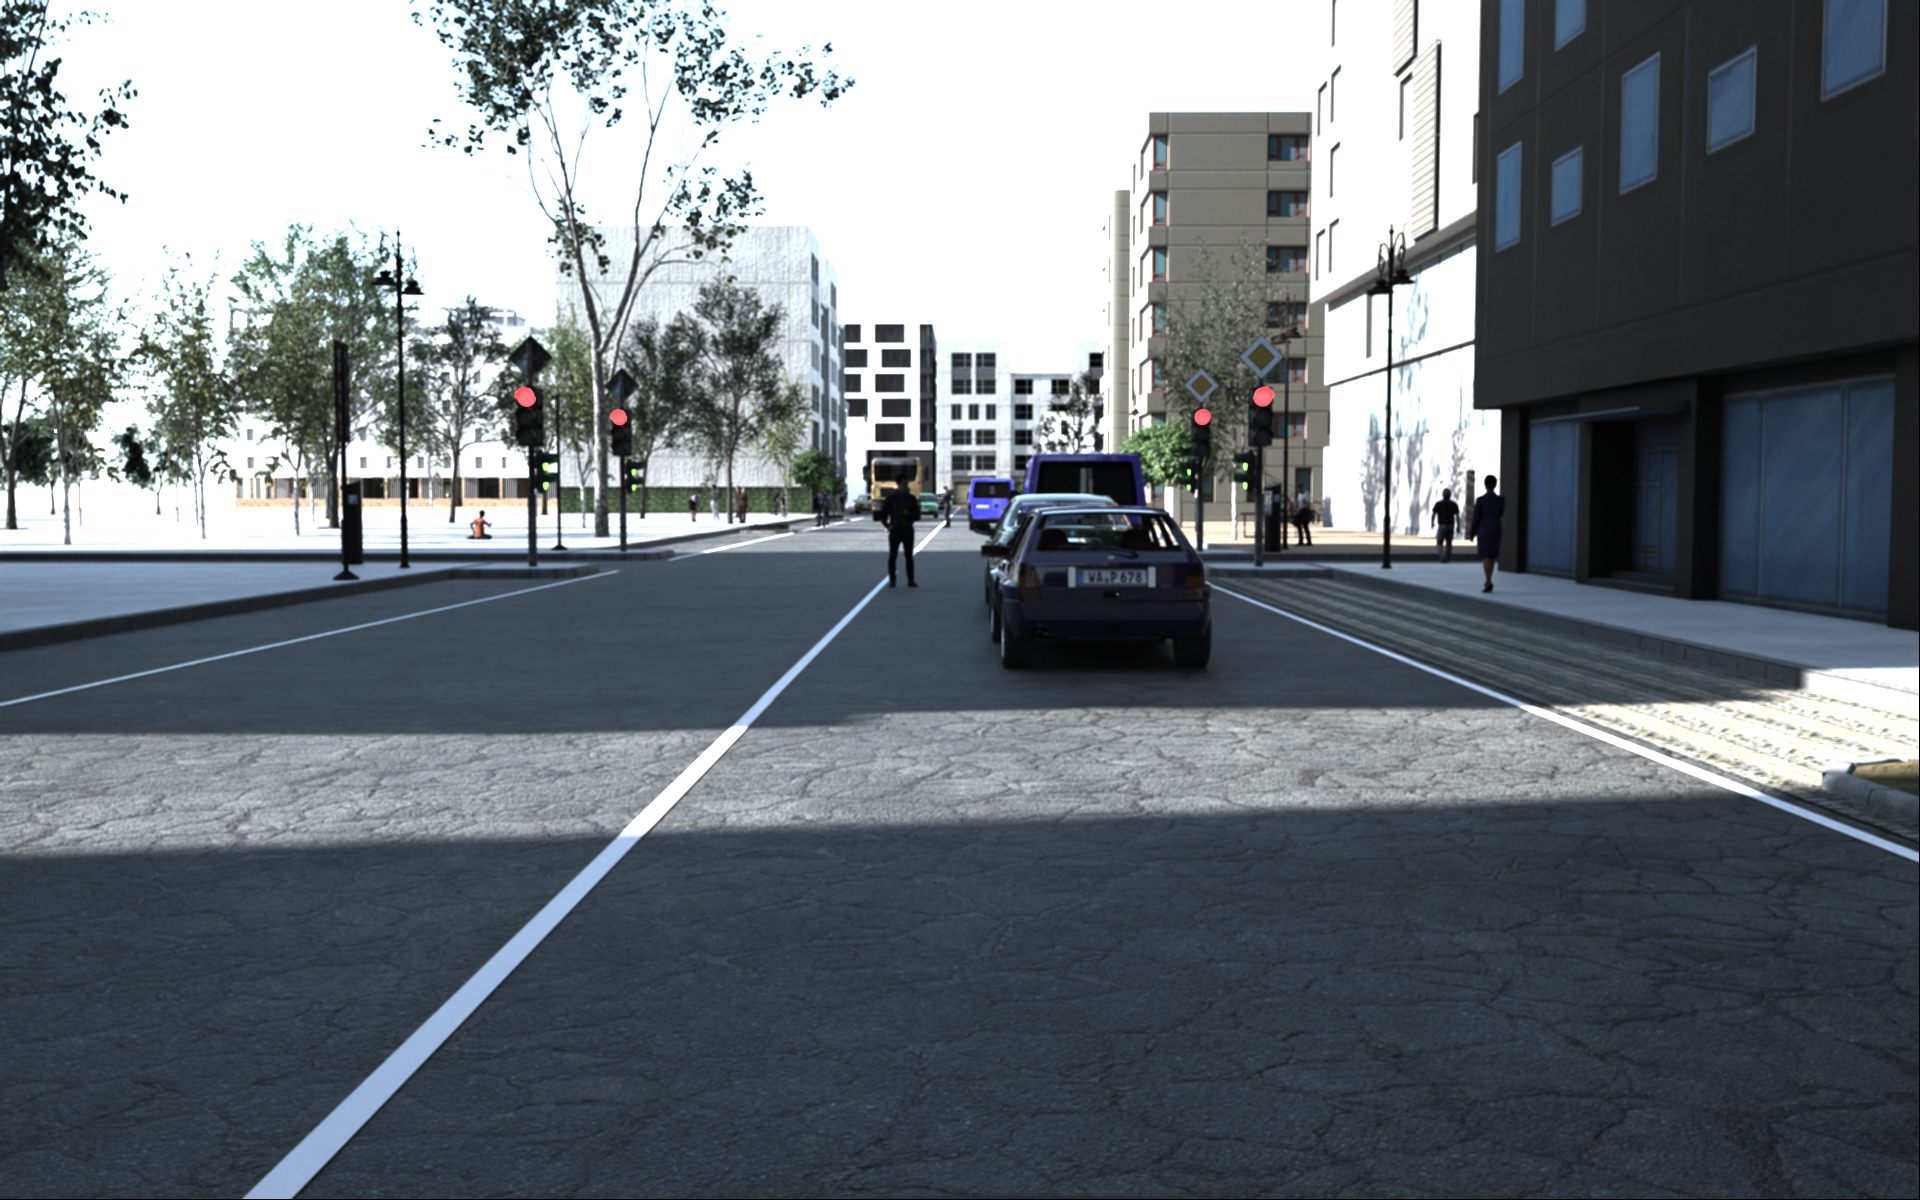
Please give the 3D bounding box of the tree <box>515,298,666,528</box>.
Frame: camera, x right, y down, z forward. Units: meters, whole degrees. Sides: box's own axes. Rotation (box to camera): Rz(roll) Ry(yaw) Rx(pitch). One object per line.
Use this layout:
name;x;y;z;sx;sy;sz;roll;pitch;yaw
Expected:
tree;-14.166;-6.974;64.383;4.737;8.622;4.395;0;3;0

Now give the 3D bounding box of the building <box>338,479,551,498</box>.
building;-63.638;-20.825;206.952;31.486;18.905;16.747;0;4;0

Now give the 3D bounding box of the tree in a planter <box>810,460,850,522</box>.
tree in a planter;-6.838;-5.754;91.296;1.991;3.239;1.994;0;4;0

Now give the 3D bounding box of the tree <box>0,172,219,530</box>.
tree;-34.047;-8.316;61.726;9.928;11.665;9.643;0;3;0

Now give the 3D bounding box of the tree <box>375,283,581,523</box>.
tree;-22.243;-8.691;76.513;7.601;10.594;8.767;1;4;10

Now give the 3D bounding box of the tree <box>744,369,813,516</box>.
tree;-10.380;-9.219;101.090;4.737;8.622;4.395;0;3;0

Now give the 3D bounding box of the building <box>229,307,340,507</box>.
building;-67.547;-19.877;181.413;11.380;20.091;16.016;0;4;0

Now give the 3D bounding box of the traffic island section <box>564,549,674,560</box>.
traffic island section;-7.561;-1.011;38.811;2.009;0.180;2.903;0;4;0

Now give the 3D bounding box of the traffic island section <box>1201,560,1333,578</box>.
traffic island section;5.320;-0.516;30.724;2.009;0.180;2.903;0;4;0

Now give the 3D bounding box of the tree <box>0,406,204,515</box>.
tree;-57.159;-8.702;105.186;11.467;7.101;20.602;2;4;34

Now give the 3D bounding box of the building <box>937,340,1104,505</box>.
building;13.168;-20.810;206.703;31.486;18.905;16.747;0;4;0

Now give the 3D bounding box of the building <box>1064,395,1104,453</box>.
building;14.339;-12.547;147.295;9.099;9.664;28.070;0;4;0

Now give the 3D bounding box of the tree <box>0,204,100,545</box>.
tree;-22.438;-5.710;43.726;4.737;8.622;4.395;0;3;0

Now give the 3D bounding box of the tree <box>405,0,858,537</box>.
tree;-9.743;-11.865;49.878;12.611;20.169;13.585;0;3;0

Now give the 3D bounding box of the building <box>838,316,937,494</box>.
building;-19.296;-22.562;212.856;32.646;21.610;27.936;0;4;0

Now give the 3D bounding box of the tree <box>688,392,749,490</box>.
tree;-15.445;-9.768;110.064;4.360;8.622;3.978;0;3;0

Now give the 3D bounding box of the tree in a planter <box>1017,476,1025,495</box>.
tree in a planter;6.343;-10.435;167.832;1.991;3.239;1.994;0;4;0

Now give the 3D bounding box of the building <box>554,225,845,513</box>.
building;-18.153;-16.112;129.881;16.747;18.905;31.486;0;4;0

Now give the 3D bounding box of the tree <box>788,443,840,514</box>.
tree;-9.329;-7.752;110.455;4.285;4.588;4.351;0;3;0

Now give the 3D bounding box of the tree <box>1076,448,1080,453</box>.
tree;7.973;-5.401;72.027;4.285;4.588;4.351;0;3;0

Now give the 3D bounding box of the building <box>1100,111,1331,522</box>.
building;22.428;-15.159;92.886;27.650;21.520;28.899;0;4;0

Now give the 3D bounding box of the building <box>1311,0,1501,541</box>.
building;26.396;-28.331;52.445;27.495;52.752;28.713;0;4;0

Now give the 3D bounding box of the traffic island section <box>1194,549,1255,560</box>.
traffic island section;5.380;-1.005;38.709;2.009;0.180;2.903;0;4;0

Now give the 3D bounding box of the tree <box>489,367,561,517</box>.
tree;-24.123;-9.001;97.521;4.360;8.622;3.978;0;3;0

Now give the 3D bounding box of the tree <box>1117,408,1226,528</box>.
tree;8.526;-5.047;66.229;4.285;4.588;4.351;0;3;0

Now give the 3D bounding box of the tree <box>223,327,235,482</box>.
tree;-31.350;-7.361;70.716;4.360;8.622;3.978;0;3;0

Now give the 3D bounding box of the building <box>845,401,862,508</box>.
building;-14.754;-13.322;159.963;9.099;9.664;28.070;0;4;0

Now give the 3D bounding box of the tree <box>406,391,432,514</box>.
tree;-35.474;-9.804;110.660;4.737;8.622;4.395;0;3;0

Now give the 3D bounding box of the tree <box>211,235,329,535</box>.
tree;-21.179;-6.018;48.756;4.737;8.622;4.395;0;3;0

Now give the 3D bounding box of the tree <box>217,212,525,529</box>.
tree;-23.499;-8.490;64.568;9.928;11.665;9.643;0;3;0

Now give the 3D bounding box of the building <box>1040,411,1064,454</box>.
building;13.134;-14.262;175.323;9.099;9.664;28.070;0;4;0

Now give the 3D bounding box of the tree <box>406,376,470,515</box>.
tree;-31.552;-9.397;103.997;4.360;8.622;3.978;0;3;0

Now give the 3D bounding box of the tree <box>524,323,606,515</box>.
tree;-25.131;-10.959;104.932;9.928;11.665;9.643;0;3;0

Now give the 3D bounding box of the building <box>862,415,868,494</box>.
building;-24.100;-14.854;185.007;28.070;9.664;9.099;0;4;0

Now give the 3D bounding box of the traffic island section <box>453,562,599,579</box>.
traffic island section;-7.621;-0.523;30.826;2.009;0.180;2.903;0;4;0

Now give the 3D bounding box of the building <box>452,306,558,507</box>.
building;-44.532;-19.850;180.971;11.380;20.091;16.016;0;4;0

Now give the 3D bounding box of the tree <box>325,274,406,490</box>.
tree;-20.740;-6.351;54.195;4.737;8.622;4.395;0;3;0

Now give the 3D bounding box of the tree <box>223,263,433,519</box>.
tree;-31.980;-10.844;87.665;12.009;13.543;11.850;0;3;0

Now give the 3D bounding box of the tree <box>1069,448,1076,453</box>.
tree;8.108;-8.317;119.689;4.285;4.588;4.351;0;3;0

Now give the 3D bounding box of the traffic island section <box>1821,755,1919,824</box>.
traffic island section;5.141;0.912;7.949;1.991;0.108;1.994;0;4;0

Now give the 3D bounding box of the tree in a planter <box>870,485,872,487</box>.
tree in a planter;-6.476;-8.764;140.516;1.991;3.239;1.994;0;4;0

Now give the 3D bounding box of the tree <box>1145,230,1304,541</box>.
tree;7.355;-5.946;47.583;4.360;8.622;3.978;0;3;0

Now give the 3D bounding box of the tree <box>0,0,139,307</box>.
tree;-10.691;-4.162;18.409;4.360;8.622;3.978;0;3;0

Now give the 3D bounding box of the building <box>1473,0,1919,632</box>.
building;15.519;-22.680;20.930;14.600;45.320;14.200;0;4;0

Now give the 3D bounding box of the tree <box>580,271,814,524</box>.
tree;-10.021;-8.501;73.400;8.767;10.594;7.601;2;4;31

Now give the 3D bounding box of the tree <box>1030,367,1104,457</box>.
tree;8.576;-11.744;126.432;7.601;10.594;8.767;1;4;13

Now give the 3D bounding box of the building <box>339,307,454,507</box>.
building;-56.168;-19.867;181.249;11.380;20.091;16.016;0;4;0
